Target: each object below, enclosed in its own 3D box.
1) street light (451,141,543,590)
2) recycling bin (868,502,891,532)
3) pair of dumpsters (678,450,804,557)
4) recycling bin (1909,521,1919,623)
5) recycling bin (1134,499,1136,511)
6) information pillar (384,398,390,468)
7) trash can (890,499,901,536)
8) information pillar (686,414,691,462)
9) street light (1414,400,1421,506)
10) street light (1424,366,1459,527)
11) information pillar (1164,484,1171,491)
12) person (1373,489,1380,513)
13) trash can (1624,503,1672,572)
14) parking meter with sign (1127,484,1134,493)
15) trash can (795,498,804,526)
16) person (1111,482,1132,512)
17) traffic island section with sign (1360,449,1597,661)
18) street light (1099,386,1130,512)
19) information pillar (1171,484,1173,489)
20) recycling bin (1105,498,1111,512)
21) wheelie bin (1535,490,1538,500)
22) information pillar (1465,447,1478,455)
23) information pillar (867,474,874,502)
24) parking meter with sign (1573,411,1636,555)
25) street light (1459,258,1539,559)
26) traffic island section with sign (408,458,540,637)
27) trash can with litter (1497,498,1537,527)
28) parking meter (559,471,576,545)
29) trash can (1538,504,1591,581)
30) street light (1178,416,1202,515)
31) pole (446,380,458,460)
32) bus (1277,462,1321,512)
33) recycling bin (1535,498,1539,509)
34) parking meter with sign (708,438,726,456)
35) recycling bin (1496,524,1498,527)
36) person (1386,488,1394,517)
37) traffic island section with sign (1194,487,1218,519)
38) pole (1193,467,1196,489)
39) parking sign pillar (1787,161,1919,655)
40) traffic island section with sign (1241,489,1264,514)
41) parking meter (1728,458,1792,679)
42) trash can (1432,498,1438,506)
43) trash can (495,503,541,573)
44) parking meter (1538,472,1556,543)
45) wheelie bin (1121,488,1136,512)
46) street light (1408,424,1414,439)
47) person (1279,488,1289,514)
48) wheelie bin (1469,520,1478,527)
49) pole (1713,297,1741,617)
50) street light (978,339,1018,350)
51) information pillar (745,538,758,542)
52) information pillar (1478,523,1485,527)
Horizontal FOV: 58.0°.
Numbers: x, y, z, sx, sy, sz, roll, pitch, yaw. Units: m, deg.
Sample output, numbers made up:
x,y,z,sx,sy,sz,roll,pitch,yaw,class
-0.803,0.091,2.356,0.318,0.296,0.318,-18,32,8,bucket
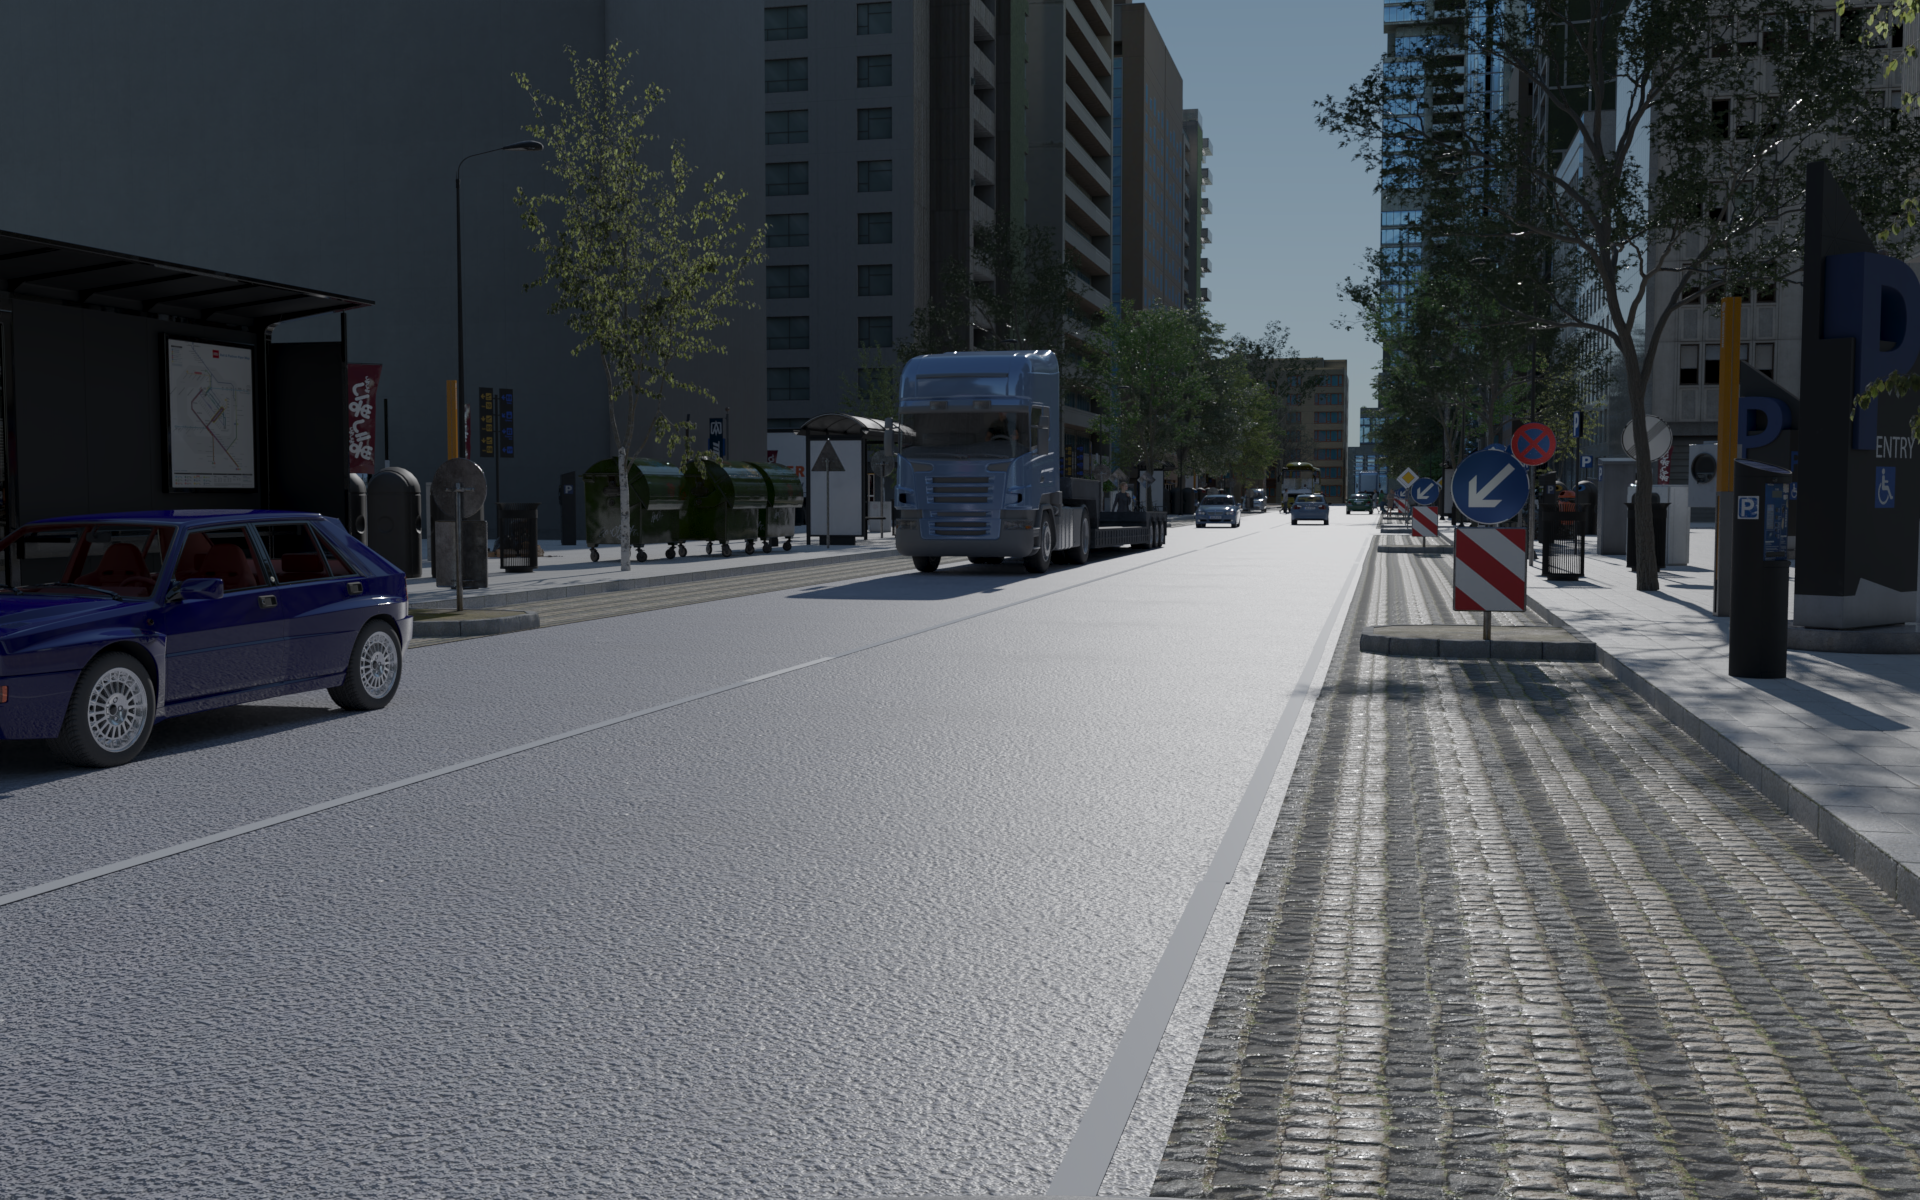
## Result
x,y,z,sx,sy,sz,roll,pitch,yaw,class
-6.159,-3.090,23.058,1.470,5.913,1.316,1,4,14,street light
-2.706,-2.798,58.308,0.722,1.027,0.722,0,4,-8,recycling bin
-4.758,-2.110,36.987,1.574,2.255,4.437,1,4,14,pair of dumpsters
9.302,-0.255,16.725,0.722,1.027,0.722,-1,4,-18,recycling bin
10.289,-5.713,105.964,0.722,1.027,0.722,-3,4,-36,recycling bin
-14.080,-3.134,42.590,0.183,3.616,0.504,-1,4,-16,information pillar
-1.695,-2.395,50.818,0.748,1.137,0.748,0,3,0,trash can
-7.894,-3.608,50.348,0.183,3.616,0.504,0,4,-3,information pillar
23.181,-6.884,85.086,1.470,5.913,1.316,1,4,14,street light
17.738,-5.533,63.012,1.470,5.913,1.316,1,4,14,street light
14.742,-7.311,124.020,0.304,2.012,0.304,-2,4,-32,information pillar
30.376,-7.204,126.632,0.624,1.780,0.694,3,5,41,person
11.370,-1.041,28.682,0.748,1.137,0.748,0,3,0,trash can
12.584,-8.132,129.220,1.738,3.016,0.543,0,4,-7,parking meter with sign
-6.615,-3.553,69.750,0.748,1.137,0.748,0,3,0,trash can
4.605,-2.478,49.441,0.534,1.772,0.576,3,5,40,person
4.718,-0.447,15.944,1.989,1.847,2.006,1,4,14,traffic island section with sign
6.610,-6.253,74.774,1.470,5.913,1.316,1,4,14,street light
15.729,-7.650,129.574,0.304,2.012,0.304,3,5,43,information pillar
10.338,-6.454,118.074,0.722,1.027,0.722,3,5,44,recycling bin
39.741,-6.830,119.572,0.693,1.594,0.980,0,4,5,wheelie bin
25.396,-5.776,85.784,0.504,3.616,0.183,2,4,26,information pillar
-3.298,-3.546,62.469,0.304,2.012,0.304,3,4,38,information pillar
13.850,-2.460,36.475,1.738,3.016,0.543,0,4,7,parking meter with sign
10.714,-3.766,34.113,1.470,5.913,1.316,1,4,14,street light
-5.558,-0.588,18.239,1.989,1.847,2.006,1,4,14,traffic island section with sign
13.315,-1.861,41.820,1.055,1.170,0.624,-3,5,-43,trash can with litter
-9.817,-2.300,43.312,0.399,1.863,0.255,-1,4,-21,parking meter
8.968,-0.861,25.732,0.748,1.137,0.748,0,3,0,trash can
13.798,-8.029,103.820,1.470,5.913,1.316,1,4,14,street light
-9.101,-2.279,31.103,0.158,3.312,0.155,0,3,0,pole
27.151,-8.950,137.873,2.896,3.916,12.252,1,4,14,bus
25.950,-3.997,77.900,0.722,1.027,0.722,0,4,3,recycling bin
-7.681,-3.492,53.359,0.543,3.016,1.738,0,4,6,parking meter with sign
15.925,-2.377,51.416,0.722,1.027,0.722,2,4,35,recycling bin
26.739,-6.037,107.553,0.599,1.781,0.374,-1,4,-18,person
14.599,-5.580,99.861,1.989,1.847,2.006,1,4,14,traffic island section with sign
16.354,-7.761,120.735,0.158,3.312,0.155,0,3,0,pole
7.523,-1.588,14.438,1.447,3.967,1.447,-3,4,-37,parking sign pillar
21.290,-7.241,127.014,1.989,1.847,2.006,1,4,14,traffic island section with sign
5.613,-0.229,12.149,0.372,1.533,0.369,0,3,0,parking meter
37.721,-7.674,137.122,0.748,1.137,0.748,0,3,0,trash can
-7.235,-1.024,28.388,0.748,1.137,0.748,0,3,0,trash can
15.267,-2.407,45.066,0.399,1.863,0.255,-1,4,-16,parking meter
8.655,-5.006,89.751,0.980,1.594,0.693,1,4,17,wheelie bin
30.554,-8.682,114.487,1.470,5.913,1.316,1,4,14,street light
23.034,-7.014,123.032,0.795,1.843,0.661,1,4,16,person
18.307,-3.238,60.854,0.980,1.594,0.693,3,5,44,wheelie bin
7.995,-1.481,18.050,0.158,3.312,0.155,0,3,0,pole
1.054,-4.874,52.234,1.470,5.913,1.316,1,4,14,street light
-5.633,-2.577,46.633,0.304,2.012,0.304,1,4,9,information pillar
13.989,-2.542,46.046,0.304,2.012,0.304,-3,4,-39,information pillar
